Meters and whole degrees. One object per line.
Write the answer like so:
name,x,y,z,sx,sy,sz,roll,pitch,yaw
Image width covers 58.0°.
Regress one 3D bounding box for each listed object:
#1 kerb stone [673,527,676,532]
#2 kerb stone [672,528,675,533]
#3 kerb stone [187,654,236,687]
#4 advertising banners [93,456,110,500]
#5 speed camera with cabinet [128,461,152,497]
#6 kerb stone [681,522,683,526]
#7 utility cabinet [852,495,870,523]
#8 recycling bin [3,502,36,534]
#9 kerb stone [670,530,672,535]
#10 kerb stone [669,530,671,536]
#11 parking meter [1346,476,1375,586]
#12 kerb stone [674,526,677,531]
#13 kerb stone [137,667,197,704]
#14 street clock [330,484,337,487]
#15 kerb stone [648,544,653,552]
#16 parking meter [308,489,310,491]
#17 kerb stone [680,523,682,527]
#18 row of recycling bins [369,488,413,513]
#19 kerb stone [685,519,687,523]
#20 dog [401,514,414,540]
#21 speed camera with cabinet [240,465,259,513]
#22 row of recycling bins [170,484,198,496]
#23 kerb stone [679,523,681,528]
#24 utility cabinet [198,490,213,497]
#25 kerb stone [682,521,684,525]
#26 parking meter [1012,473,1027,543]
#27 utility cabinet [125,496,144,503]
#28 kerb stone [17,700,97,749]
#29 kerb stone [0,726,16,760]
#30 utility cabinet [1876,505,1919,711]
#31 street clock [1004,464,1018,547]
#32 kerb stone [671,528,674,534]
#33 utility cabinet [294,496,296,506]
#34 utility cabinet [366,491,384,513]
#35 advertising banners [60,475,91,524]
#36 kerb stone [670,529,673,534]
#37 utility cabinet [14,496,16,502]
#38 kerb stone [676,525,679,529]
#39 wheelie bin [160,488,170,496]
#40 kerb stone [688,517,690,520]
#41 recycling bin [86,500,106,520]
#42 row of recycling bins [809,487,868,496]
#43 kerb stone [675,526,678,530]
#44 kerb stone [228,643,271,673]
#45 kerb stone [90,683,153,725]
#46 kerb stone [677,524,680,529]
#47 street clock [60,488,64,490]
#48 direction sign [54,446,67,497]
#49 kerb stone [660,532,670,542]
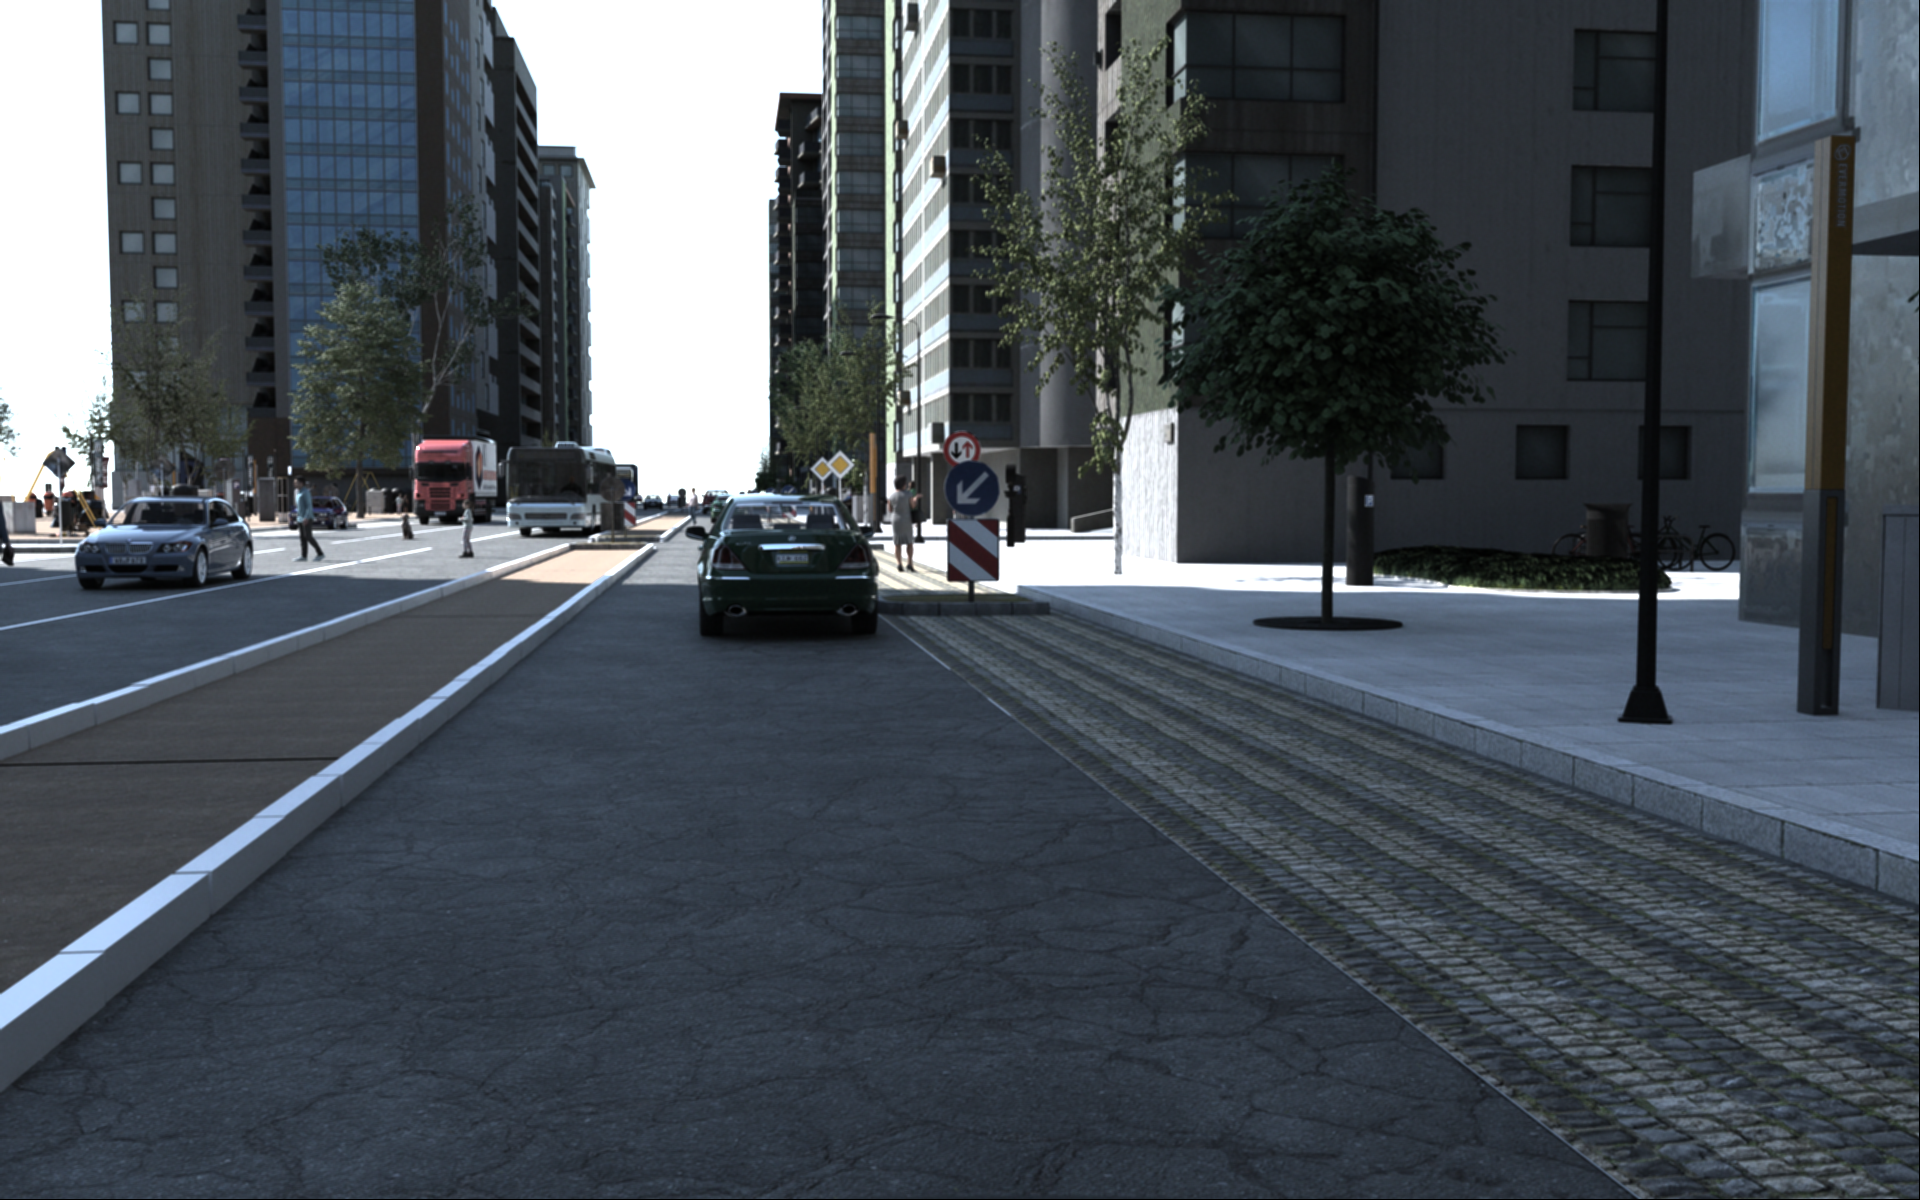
kerb stone,-10.316,-2.423,61.811,0.120,0.150,1.000,0,4,-8
kerb stone,-10.170,-2.360,60.788,0.120,0.150,1.000,0,4,-8
kerb stone,-5.736,0.553,13.187,0.120,0.150,1.000,0,4,-8
advertising banners,-40.281,-5.128,80.030,0.090,3.025,2.074,3,5,40
speed camera with cabinet,-50.033,-6.810,105.676,0.660,3.252,2.038,0,4,0
kerb stone,-11.854,-3.106,72.973,0.120,0.150,1.000,0,4,-8
utility cabinet,-4.397,-4.027,76.998,0.306,1.237,1.020,2,4,32
recycling bin,-30.820,-2.703,56.747,0.722,1.027,0.722,2,4,34
kerb stone,-9.758,-2.174,57.742,0.120,0.150,1.000,0,4,-8
kerb stone,-9.613,-2.112,56.731,0.120,0.150,1.000,0,4,-8
parking meter,5.610,-0.970,24.270,0.372,1.533,0.369,0,3,0
kerb stone,-10.602,-2.544,63.843,0.120,0.150,1.000,0,4,-8
kerb stone,-5.592,0.613,12.166,0.120,0.150,1.000,0,4,-8
street clock,-43.388,-7.058,119.971,0.358,2.002,0.471,2,4,33
kerb stone,-7.575,-1.208,41.942,0.120,0.150,1.000,0,4,-8
parking meter,-34.445,-5.069,91.294,0.372,1.533,0.369,0,3,0
kerb stone,-11.570,-2.982,70.945,0.120,0.150,1.000,0,4,-8
row of recycling bins,-38.808,-6.798,118.261,1.069,1.692,3.534,2,4,31
kerb stone,-12.979,-3.597,81.077,0.120,0.150,1.000,0,4,-8
dog,-17.350,-2.317,54.714,0.513,0.831,0.800,3,5,40
speed camera with cabinet,-47.664,-7.456,116.247,2.038,3.252,0.660,3,5,44
row of recycling bins,-31.753,-3.904,70.943,1.069,1.692,3.534,-1,4,-21
kerb stone,-11.433,-2.917,69.929,0.120,0.150,1.000,0,4,-8
utility cabinet,-38.721,-4.891,88.643,1.173,1.500,0.318,2,4,32
kerb stone,-12.138,-3.229,74.997,0.120,0.150,1.000,0,4,-8
parking meter,1.545,-2.443,45.655,0.399,1.863,0.255,1,4,17
utility cabinet,-27.279,-2.819,57.259,0.306,1.237,1.020,-1,4,-9
kerb stone,-5.310,0.738,10.141,0.120,0.150,1.000,0,4,-8
kerb stone,-5.171,0.799,9.128,0.120,0.150,1.000,0,4,-8
utility cabinet,5.990,0.059,10.195,1.020,1.237,0.306,2,4,29
street clock,1.227,-2.285,41.928,0.358,2.002,0.471,0,4,4
kerb stone,-10.033,-2.298,59.775,0.120,0.150,1.000,0,4,-8
utility cabinet,-35.429,-4.984,92.648,0.306,1.237,1.020,-1,4,-15
utility cabinet,-38.294,-6.401,113.333,1.173,1.500,0.318,1,4,18
advertising banners,-37.468,-4.703,73.082,0.090,3.025,2.074,0,4,4
kerb stone,-9.892,-2.236,58.755,0.120,0.150,1.000,0,4,-8
utility cabinet,-41.779,-3.951,75.767,0.306,1.237,1.020,1,4,12
kerb stone,-10.875,-2.671,65.870,0.120,0.150,1.000,0,4,-8
wheelie bin,-43.737,-5.372,95.733,0.693,1.594,0.980,0,4,6
kerb stone,-13.808,-3.975,87.181,0.120,0.150,1.000,0,4,-8
recycling bin,-39.277,-4.036,78.549,0.722,1.027,0.722,1,4,14
row of recycling bins,-7.163,-5.833,102.481,3.534,1.692,1.069,-1,4,-19
kerb stone,-10.740,-2.609,64.855,0.120,0.150,1.000,0,4,-8
kerb stone,-5.869,0.488,14.211,0.120,0.150,1.000,0,4,-8
kerb stone,-5.444,0.683,11.155,0.120,0.150,1.000,0,4,-8
kerb stone,-11.157,-2.795,67.895,0.120,0.150,1.000,0,4,-8
street clock,-56.118,-6.338,108.194,0.358,2.002,0.471,-1,4,-17
direction sign,-42.507,-5.501,81.945,0.379,3.537,0.876,0,4,5
kerb stone,-9.327,-1.984,54.688,0.120,0.150,1.000,0,4,-8
